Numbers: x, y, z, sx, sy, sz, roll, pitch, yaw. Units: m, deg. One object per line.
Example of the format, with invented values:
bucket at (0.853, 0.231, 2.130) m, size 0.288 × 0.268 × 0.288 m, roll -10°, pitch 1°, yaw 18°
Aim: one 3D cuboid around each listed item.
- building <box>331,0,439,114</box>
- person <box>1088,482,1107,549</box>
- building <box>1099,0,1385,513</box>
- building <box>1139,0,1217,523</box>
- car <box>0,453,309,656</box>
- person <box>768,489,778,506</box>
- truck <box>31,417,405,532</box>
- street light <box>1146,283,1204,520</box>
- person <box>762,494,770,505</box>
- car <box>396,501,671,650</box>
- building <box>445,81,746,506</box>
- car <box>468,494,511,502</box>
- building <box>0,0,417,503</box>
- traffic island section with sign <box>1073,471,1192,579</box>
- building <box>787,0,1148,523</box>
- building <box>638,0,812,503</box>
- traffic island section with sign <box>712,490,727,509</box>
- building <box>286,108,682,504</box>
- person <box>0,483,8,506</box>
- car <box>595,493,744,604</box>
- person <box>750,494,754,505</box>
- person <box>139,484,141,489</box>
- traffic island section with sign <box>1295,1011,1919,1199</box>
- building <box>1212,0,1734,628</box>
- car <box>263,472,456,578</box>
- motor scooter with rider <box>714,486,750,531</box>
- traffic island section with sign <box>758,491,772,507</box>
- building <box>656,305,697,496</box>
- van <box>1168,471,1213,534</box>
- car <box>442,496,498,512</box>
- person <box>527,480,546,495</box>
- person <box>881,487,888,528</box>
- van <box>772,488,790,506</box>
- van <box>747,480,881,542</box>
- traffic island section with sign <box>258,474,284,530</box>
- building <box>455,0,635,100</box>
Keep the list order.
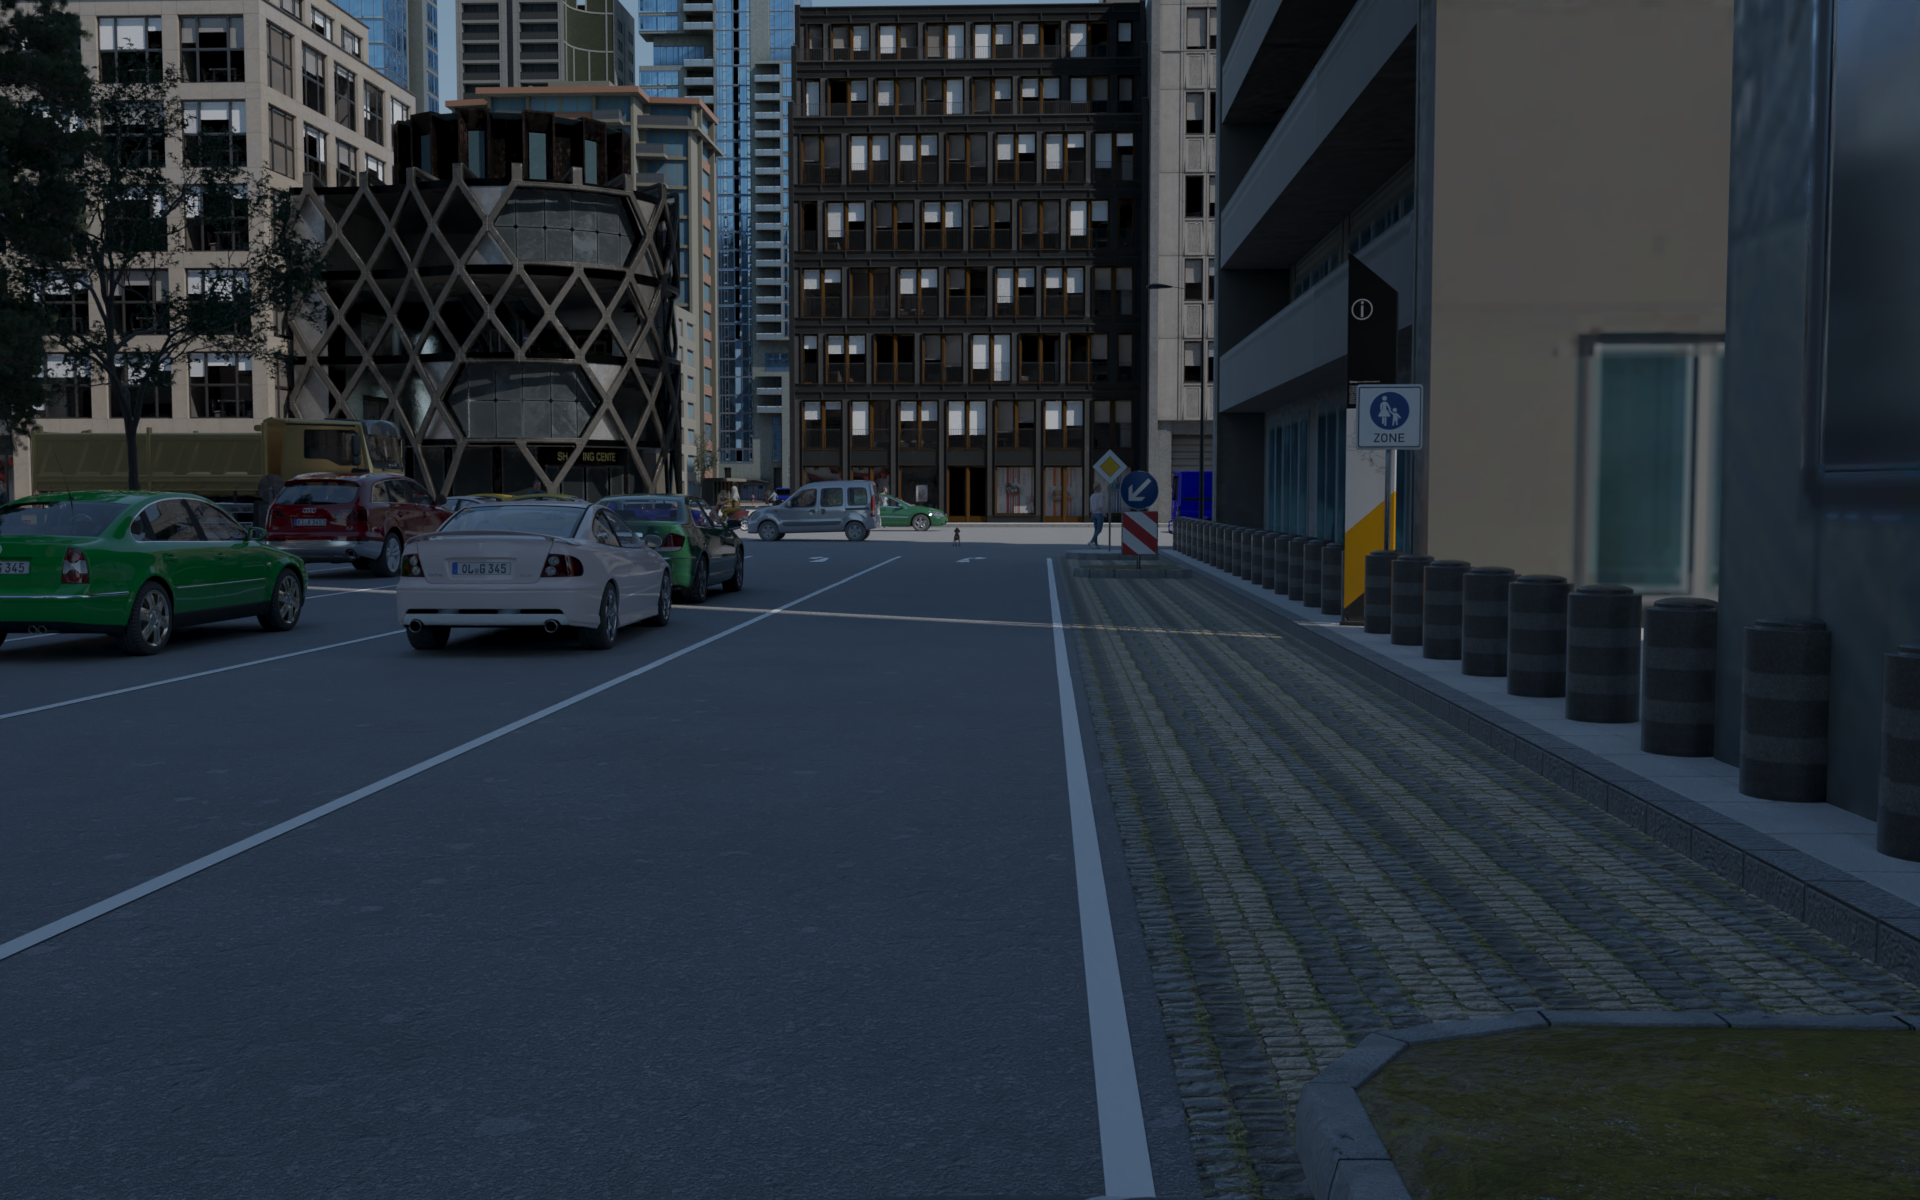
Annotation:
building at (-69.905, -53.510, 187.566) m, size 31.000 × 86.520 × 22.319 m, roll 0°, pitch 4°, yaw 3°
person at (3.540, -2.189, 44.955) m, size 0.598 × 1.740 × 0.731 m, roll -3°, pitch 5°, yaw -43°
building at (22.581, -31.956, 146.182) m, size 21.300 × 48.544 × 21.600 m, roll 0°, pitch 4°, yaw 3°
building at (18.388, -16.025, 80.030) m, size 19.932 × 24.808 × 12.078 m, roll 0°, pitch 4°, yaw 3°
car at (-7.951, -0.486, 16.743) m, size 1.959 × 1.807 × 4.718 m, roll 0°, pitch 4°, yaw 3°
person at (-15.434, -8.255, 143.453) m, size 0.705 × 1.826 × 1.348 m, roll 2°, pitch 4°, yaw 31°
truck at (-18.615, -2.995, 44.888) m, size 9.791 × 3.379 × 3.469 m, roll 0°, pitch 4°, yaw 2°
street light at (4.809, -4.023, 38.313) m, size 1.470 × 5.913 × 1.316 m, roll 0°, pitch 4°, yaw 3°
person at (-25.562, -13.484, 228.921) m, size 1.348 × 1.831 × 0.705 m, roll 2°, pitch 4°, yaw 32°
car at (-4.118, -0.304, 17.331) m, size 2.083 × 1.381 × 4.827 m, roll 0°, pitch 4°, yaw 1°
building at (-39.348, -32.543, 186.706) m, size 28.867 × 44.769 × 22.147 m, roll 0°, pitch 4°, yaw 3°
car at (-17.626, -3.219, 62.850) m, size 3.980 × 1.641 × 2.015 m, roll 0°, pitch 4°, yaw 3°
building at (-47.466, -17.298, 87.341) m, size 34.151 × 26.468 × 19.350 m, roll 0°, pitch 4°, yaw 3°
traffic island section with sign at (2.971, -1.317, 30.166) m, size 1.989 × 1.847 × 2.006 m, roll 0°, pitch 4°, yaw 3°
building at (0.596, -15.459, 82.434) m, size 15.834 × 23.373 × 12.332 m, roll 0°, pitch 4°, yaw 3°
building at (-32.644, -57.127, 246.696) m, size 31.000 × 86.520 × 22.319 m, roll 0°, pitch 4°, yaw 3°
traffic island section with sign at (-22.497, -9.532, 164.480) m, size 1.989 × 1.847 × 2.006 m, roll 0°, pitch 4°, yaw 3°
building at (-21.958, -13.309, 85.050) m, size 16.811 × 18.784 × 16.820 m, roll 0°, pitch 4°, yaw 3°
person at (-30.003, -2.781, 54.395) m, size 0.576 × 1.772 × 0.534 m, roll 2°, pitch 4°, yaw 32°
car at (-4.202, -0.754, 24.122) m, size 2.131 × 1.459 × 4.920 m, roll 0°, pitch 4°, yaw 3°
person at (-24.450, -11.760, 204.014) m, size 0.421 × 1.427 × 0.697 m, roll -1°, pitch 4°, yaw -19°
person at (-20.014, -2.015, 42.287) m, size 0.643 × 1.720 × 0.563 m, roll -1°, pitch 4°, yaw -19°
traffic island section with sign at (1.702, 0.329, 3.241) m, size 1.989 × 1.847 × 2.006 m, roll 0°, pitch 4°, yaw 3°
building at (15.614, -24.553, 25.145) m, size 21.300 × 48.544 × 21.600 m, roll 0°, pitch 4°, yaw 3°
car at (-10.638, -1.385, 31.325) m, size 2.281 × 1.827 × 5.304 m, roll 0°, pitch 4°, yaw 4°
motor scooter with rider at (-9.016, -3.570, 67.332) m, size 1.986 × 1.779 × 0.876 m, roll 0°, pitch 4°, yaw 2°
traffic island section with sign at (-21.212, -11.203, 191.791) m, size 1.989 × 1.847 × 2.006 m, roll 0°, pitch 4°, yaw 3°
building at (-40.034, -18.883, 153.770) m, size 27.650 × 21.520 × 28.899 m, roll 0°, pitch 4°, yaw 3°
van at (8.150, -2.515, 45.500) m, size 5.245 × 2.365 × 2.240 m, roll 0°, pitch 4°, yaw 1°
car at (-15.303, -2.441, 52.265) m, size 4.827 × 1.381 × 2.083 m, roll 0°, pitch 4°, yaw 3°
person at (-11.620, -2.375, 47.454) m, size 0.598 × 1.807 × 0.434 m, roll 0°, pitch 4°, yaw 1°
person at (-3.250, -3.897, 72.941) m, size 0.376 × 1.734 × 0.841 m, roll 2°, pitch 4°, yaw 30°
van at (-16.337, -9.703, 163.027) m, size 2.240 × 2.365 × 5.245 m, roll 0°, pitch 4°, yaw 2°
van at (-4.478, -2.819, 53.101) m, size 4.112 × 2.044 × 2.013 m, roll 0°, pitch 4°, yaw 3°
traffic island section with sign at (-16.091, -1.939, 39.838) m, size 2.006 × 1.907 × 1.989 m, roll 0°, pitch 4°, yaw 3°
building at (-58.494, -49.454, 246.821) m, size 20.611 × 71.187 × 20.563 m, roll 0°, pitch 4°, yaw 3°
